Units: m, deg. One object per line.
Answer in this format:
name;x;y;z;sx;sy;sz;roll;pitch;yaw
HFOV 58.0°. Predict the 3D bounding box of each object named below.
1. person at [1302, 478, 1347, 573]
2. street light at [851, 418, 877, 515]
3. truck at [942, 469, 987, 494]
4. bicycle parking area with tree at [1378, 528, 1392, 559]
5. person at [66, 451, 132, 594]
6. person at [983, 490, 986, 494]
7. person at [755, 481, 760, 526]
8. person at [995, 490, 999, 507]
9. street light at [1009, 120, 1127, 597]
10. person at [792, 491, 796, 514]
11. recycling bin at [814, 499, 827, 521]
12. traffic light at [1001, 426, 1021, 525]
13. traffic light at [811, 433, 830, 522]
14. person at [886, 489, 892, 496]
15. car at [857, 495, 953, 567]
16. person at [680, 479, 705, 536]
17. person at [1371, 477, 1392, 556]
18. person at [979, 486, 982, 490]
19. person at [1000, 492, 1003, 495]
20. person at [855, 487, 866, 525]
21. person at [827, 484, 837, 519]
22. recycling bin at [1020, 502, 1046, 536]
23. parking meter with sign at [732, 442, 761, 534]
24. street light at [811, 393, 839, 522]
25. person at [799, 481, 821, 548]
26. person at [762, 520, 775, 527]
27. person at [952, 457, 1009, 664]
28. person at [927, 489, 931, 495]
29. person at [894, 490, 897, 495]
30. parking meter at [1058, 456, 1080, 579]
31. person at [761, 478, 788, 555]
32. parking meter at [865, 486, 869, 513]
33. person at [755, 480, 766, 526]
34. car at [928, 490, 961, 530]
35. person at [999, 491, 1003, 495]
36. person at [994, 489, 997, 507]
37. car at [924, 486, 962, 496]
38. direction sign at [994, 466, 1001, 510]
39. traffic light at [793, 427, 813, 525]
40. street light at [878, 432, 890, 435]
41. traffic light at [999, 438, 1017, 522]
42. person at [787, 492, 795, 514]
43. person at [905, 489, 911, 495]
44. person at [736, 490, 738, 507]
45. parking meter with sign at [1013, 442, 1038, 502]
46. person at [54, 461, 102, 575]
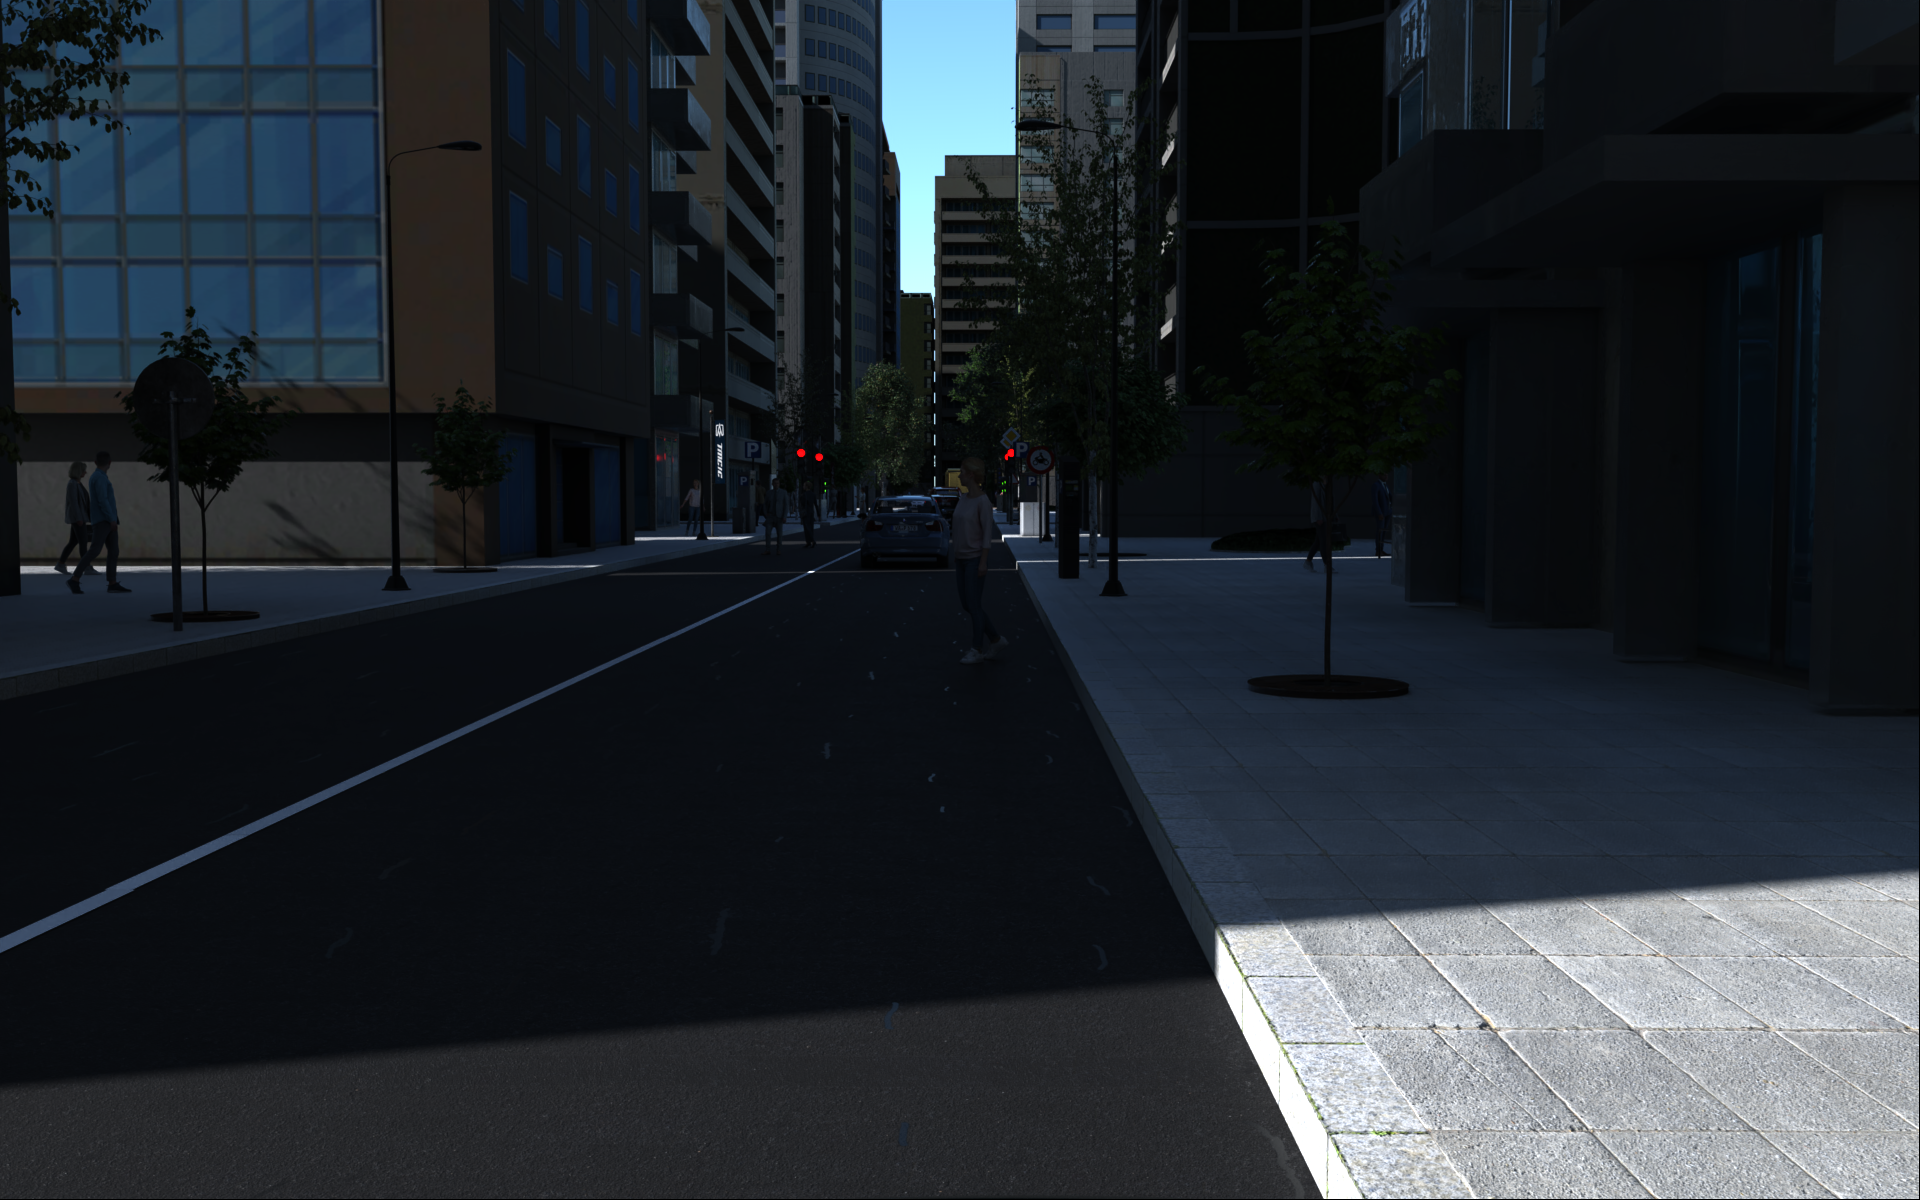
person;5.942;-1.349;28.284;0.728;1.800;0.709;3;5;43
street light;-5.968;-8.114;105.199;1.470;5.913;1.316;0;4;1
truck;0.278;-8.217;130.279;3.469;3.379;9.791;0;4;1
bicycle parking area with tree;11.554;-2.680;30.824;8.231;4.147;9.016;1;4;17
person;-11.160;-1.010;22.417;0.748;1.841;0.638;-1;4;-18
person;1.657;-6.687;118.830;0.522;1.701;0.512;1;4;16
person;-8.401;-3.938;70.403;0.580;1.828;0.573;-1;4;-20
person;3.629;-9.826;167.629;0.436;1.711;0.756;1;4;23
street light;1.392;-3.005;21.676;1.470;5.913;1.316;0;4;1
person;-10.642;-6.348;110.184;0.716;1.782;0.532;1;4;19
recycling bin;-6.764;-4.220;81.549;0.722;1.027;0.722;3;4;37
traffic light;2.112;-5.076;71.918;0.839;4.253;0.868;0;4;1
traffic light;-6.456;-5.570;79.986;0.839;4.253;0.868;0;4;1
person;-7.145;-10.107;171.305;0.705;1.823;1.348;-3;5;-43
car;-1.099;-1.413;35.108;2.014;1.417;4.499;0;4;-1
person;-8.313;-2.861;53.498;0.731;1.740;0.598;-3;4;-37
person;8.748;-1.819;35.965;0.419;1.800;0.721;2;4;34
person;0.931;-4.692;85.022;0.447;1.846;0.655;-2;4;-25
person;4.098;-9.371;159.972;1.217;1.736;0.721;3;5;42
person;-4.552;-4.310;79.546;0.524;1.755;0.480;-1;4;-13
person;-6.726;-5.151;90.536;0.573;1.790;0.520;3;4;37
recycling bin;2.218;-2.462;52.814;0.722;1.027;0.722;0;4;-3
parking meter with sign;-7.017;-3.700;56.758;0.543;3.016;1.738;1;4;10
street light;-6.272;-6.566;79.896;1.470;5.913;1.316;0;4;1
person;-4.003;-2.287;46.308;0.534;1.772;0.576;1;4;19
person;-7.288;-3.437;66.513;0.640;1.303;0.475;0;4;-7
person;0.164;-0.343;14.785;0.598;1.740;0.731;-3;4;-36
person;-2.246;-7.063;124.460;0.515;1.767;0.782;-1;4;-21
person;-6.778;-10.891;184.829;0.721;1.735;1.217;-1;4;-14
parking meter;1.659;-1.261;26.337;0.255;1.863;0.399;-1;4;-10
person;-4.365;-1.975;40.894;0.635;1.810;0.391;0;4;4
parking meter;-6.464;-7.000;120.168;0.255;1.863;0.399;0;4;1
person;-7.880;-3.840;68.731;0.836;1.842;0.656;0;4;4
car;-0.561;-3.192;61.979;2.009;1.686;4.222;0;4;1
person;4.496;-10.635;180.634;1.217;1.736;0.721;0;4;4
person;3.573;-9.943;169.064;0.568;1.767;0.683;-3;5;-41
car;-0.706;-4.850;87.970;2.281;1.827;5.304;0;4;0
direction sign;3.035;-9.048;139.929;0.379;3.537;0.876;-2;4;-33
traffic light;-6.549;-5.081;72.002;0.839;4.253;0.868;0;4;1
street light;-5.786;-9.669;130.625;1.470;5.913;1.316;0;4;1
traffic light;2.205;-5.565;79.902;0.839;4.253;0.868;0;4;1
person;-10.647;-6.291;109.016;0.709;1.813;0.853;-1;4;-20
person;-3.743;-7.222;126.852;0.793;1.790;0.793;3;4;36
person;-10.374;-4.632;81.951;0.511;1.800;0.466;-2;4;-27
parking meter with sign;2.237;-3.704;56.814;0.543;3.016;1.738;-1;4;-14
person;-14.029;-1.304;27.552;0.728;1.800;0.709;-1;4;-12
